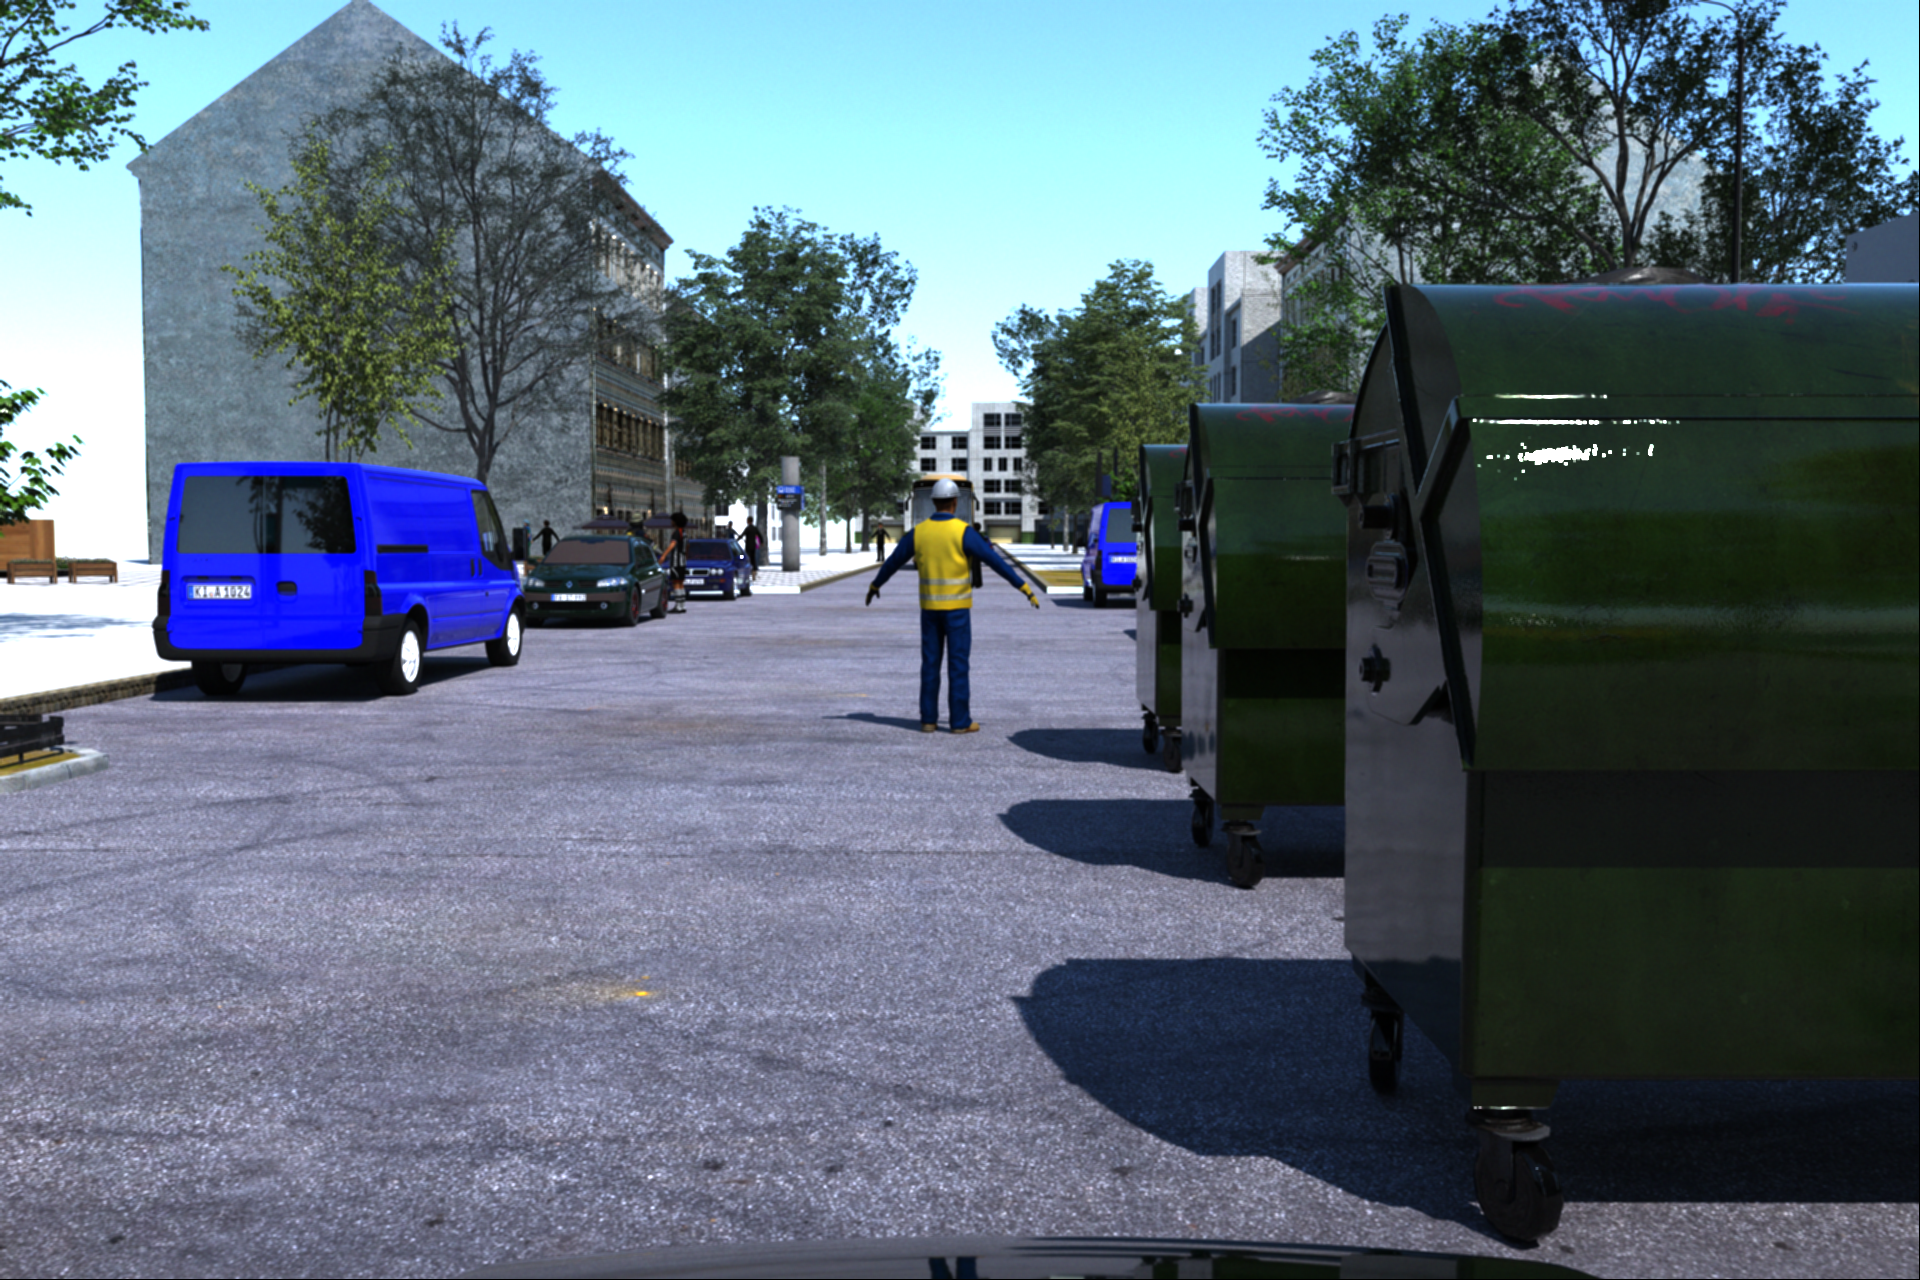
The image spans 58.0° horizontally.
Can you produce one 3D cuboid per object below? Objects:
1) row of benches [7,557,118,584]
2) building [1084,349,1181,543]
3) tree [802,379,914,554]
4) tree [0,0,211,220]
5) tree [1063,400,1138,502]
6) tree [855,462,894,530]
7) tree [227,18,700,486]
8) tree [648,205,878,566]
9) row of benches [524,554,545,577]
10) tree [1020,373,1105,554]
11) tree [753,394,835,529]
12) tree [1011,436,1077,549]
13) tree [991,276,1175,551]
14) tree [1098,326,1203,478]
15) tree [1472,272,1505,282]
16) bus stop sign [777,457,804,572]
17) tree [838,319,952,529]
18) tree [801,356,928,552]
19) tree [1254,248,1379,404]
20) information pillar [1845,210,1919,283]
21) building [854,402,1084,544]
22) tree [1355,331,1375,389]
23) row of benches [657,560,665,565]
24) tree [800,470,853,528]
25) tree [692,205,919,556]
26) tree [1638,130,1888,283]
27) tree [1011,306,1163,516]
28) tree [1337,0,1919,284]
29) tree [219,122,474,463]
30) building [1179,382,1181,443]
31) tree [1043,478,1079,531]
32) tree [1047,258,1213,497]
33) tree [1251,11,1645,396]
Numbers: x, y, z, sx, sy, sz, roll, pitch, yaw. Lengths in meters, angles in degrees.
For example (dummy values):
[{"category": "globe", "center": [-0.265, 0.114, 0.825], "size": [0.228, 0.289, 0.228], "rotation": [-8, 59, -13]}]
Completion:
[{"category": "row of benches", "center": [-23.888, -1.791, 44.754], "size": [4.104, 0.672, 1.422], "rotation": [-3, 4, -37]}, {"category": "building", "center": [28.671, -22.204, 207.014], "size": [27.936, 21.610, 32.646], "rotation": [0, 4, 1]}, {"category": "tree", "center": [-7.181, -11.498, 113.750], "size": [9.928, 11.665, 9.643], "rotation": [0, 3, 0]}, {"category": "tree", "center": [-12.135, -5.672, 18.493], "size": [9.928, 11.665, 9.643], "rotation": [0, 3, 0]}, {"category": "tree", "center": [7.401, -8.228, 84.893], "size": [4.737, 8.622, 4.395], "rotation": [0, 3, 0]}, {"category": "tree", "center": [-7.520, -11.350, 135.935], "size": [4.360, 8.622, 3.978], "rotation": [0, 3, 0]}, {"category": "tree", "center": [-11.457, -8.006, 41.270], "size": [12.009, 13.543, 11.850], "rotation": [0, 3, 0]}, {"category": "tree", "center": [-7.950, -9.907, 68.627], "size": [9.857, 13.997, 8.962], "rotation": [0, 3, 0]}, {"category": "row of benches", "center": [-14.200, -2.267, 52.524], "size": [4.104, 0.672, 1.422], "rotation": [0, 4, -6]}, {"category": "tree", "center": [7.463, -11.238, 109.495], "size": [9.928, 11.665, 9.643], "rotation": [0, 3, 0]}, {"category": "tree", "center": [-8.465, -8.140, 83.451], "size": [4.360, 8.622, 3.978], "rotation": [0, 3, 0]}, {"category": "tree", "center": [8.087, -13.092, 148.474], "size": [8.767, 10.594, 7.601], "rotation": [1, 4, 20]}, {"category": "tree", "center": [9.051, -16.543, 126.362], "size": [12.611, 20.169, 13.585], "rotation": [0, 3, 0]}, {"category": "tree", "center": [6.665, -6.779, 61.203], "size": [4.737, 8.622, 4.395], "rotation": [0, 3, 0]}, {"category": "tree", "center": [15.051, -6.025, 48.871], "size": [4.360, 8.622, 3.978], "rotation": [0, 3, 0]}, {"category": "bus stop sign", "center": [-5.776, -4.286, 59.092], "size": [0.837, 3.901, 0.837], "rotation": [0, 4, 2]}, {"category": "tree", "center": [-6.750, -17.905, 148.628], "size": [12.611, 20.169, 13.585], "rotation": [0, 3, 0]}, {"category": "tree", "center": [-6.897, -13.420, 126.068], "size": [9.857, 13.997, 8.962], "rotation": [0, 3, 0]}, {"category": "tree", "center": [9.436, -5.784, 44.927], "size": [4.360, 8.622, 3.978], "rotation": [0, 3, 0]}, {"category": "information pillar", "center": [7.038, -1.321, 12.914], "size": [0.184, 3.620, 1.656], "rotation": [0, 4, 1]}, {"category": "building", "center": [2.347, -22.618, 238.712], "size": [31.486, 18.905, 16.747], "rotation": [0, 4, 6]}, {"category": "tree", "center": [14.278, -6.346, 54.117], "size": [4.737, 8.622, 4.395], "rotation": [0, 3, 0]}, {"category": "row of benches", "center": [-9.437, -2.001, 48.187], "size": [4.104, 0.672, 1.422], "rotation": [1, 4, 18]}, {"category": "tree", "center": [-18.187, -19.363, 234.706], "size": [7.486, 12.596, 7.792], "rotation": [0, 3, 0]}, {"category": "tree", "center": [-9.254, -15.006, 101.233], "size": [12.611, 20.169, 13.585], "rotation": [0, 3, 0]}, {"category": "tree", "center": [24.144, -8.647, 51.742], "size": [12.009, 13.543, 11.850], "rotation": [0, 3, 0]}, {"category": "tree", "center": [7.632, -11.620, 96.646], "size": [9.857, 13.997, 8.962], "rotation": [0, 3, 0]}, {"category": "tree", "center": [9.888, -5.496, 24.276], "size": [8.767, 10.594, 7.601], "rotation": [0, 4, -8]}, {"category": "tree", "center": [-11.312, -5.000, 32.111], "size": [4.737, 8.622, 4.395], "rotation": [0, 3, 0]}, {"category": "building", "center": [26.933, -19.240, 170.998], "size": [16.016, 20.090, 11.380], "rotation": [0, 4, 1]}, {"category": "tree", "center": [8.635, -11.637, 140.628], "size": [4.737, 8.622, 4.395], "rotation": [0, 3, 0]}, {"category": "tree", "center": [6.964, -9.419, 72.134], "size": [7.486, 12.596, 7.792], "rotation": [0, 3, 0]}, {"category": "tree", "center": [9.566, -6.624, 34.061], "size": [9.928, 11.665, 9.643], "rotation": [0, 3, 0]}]
